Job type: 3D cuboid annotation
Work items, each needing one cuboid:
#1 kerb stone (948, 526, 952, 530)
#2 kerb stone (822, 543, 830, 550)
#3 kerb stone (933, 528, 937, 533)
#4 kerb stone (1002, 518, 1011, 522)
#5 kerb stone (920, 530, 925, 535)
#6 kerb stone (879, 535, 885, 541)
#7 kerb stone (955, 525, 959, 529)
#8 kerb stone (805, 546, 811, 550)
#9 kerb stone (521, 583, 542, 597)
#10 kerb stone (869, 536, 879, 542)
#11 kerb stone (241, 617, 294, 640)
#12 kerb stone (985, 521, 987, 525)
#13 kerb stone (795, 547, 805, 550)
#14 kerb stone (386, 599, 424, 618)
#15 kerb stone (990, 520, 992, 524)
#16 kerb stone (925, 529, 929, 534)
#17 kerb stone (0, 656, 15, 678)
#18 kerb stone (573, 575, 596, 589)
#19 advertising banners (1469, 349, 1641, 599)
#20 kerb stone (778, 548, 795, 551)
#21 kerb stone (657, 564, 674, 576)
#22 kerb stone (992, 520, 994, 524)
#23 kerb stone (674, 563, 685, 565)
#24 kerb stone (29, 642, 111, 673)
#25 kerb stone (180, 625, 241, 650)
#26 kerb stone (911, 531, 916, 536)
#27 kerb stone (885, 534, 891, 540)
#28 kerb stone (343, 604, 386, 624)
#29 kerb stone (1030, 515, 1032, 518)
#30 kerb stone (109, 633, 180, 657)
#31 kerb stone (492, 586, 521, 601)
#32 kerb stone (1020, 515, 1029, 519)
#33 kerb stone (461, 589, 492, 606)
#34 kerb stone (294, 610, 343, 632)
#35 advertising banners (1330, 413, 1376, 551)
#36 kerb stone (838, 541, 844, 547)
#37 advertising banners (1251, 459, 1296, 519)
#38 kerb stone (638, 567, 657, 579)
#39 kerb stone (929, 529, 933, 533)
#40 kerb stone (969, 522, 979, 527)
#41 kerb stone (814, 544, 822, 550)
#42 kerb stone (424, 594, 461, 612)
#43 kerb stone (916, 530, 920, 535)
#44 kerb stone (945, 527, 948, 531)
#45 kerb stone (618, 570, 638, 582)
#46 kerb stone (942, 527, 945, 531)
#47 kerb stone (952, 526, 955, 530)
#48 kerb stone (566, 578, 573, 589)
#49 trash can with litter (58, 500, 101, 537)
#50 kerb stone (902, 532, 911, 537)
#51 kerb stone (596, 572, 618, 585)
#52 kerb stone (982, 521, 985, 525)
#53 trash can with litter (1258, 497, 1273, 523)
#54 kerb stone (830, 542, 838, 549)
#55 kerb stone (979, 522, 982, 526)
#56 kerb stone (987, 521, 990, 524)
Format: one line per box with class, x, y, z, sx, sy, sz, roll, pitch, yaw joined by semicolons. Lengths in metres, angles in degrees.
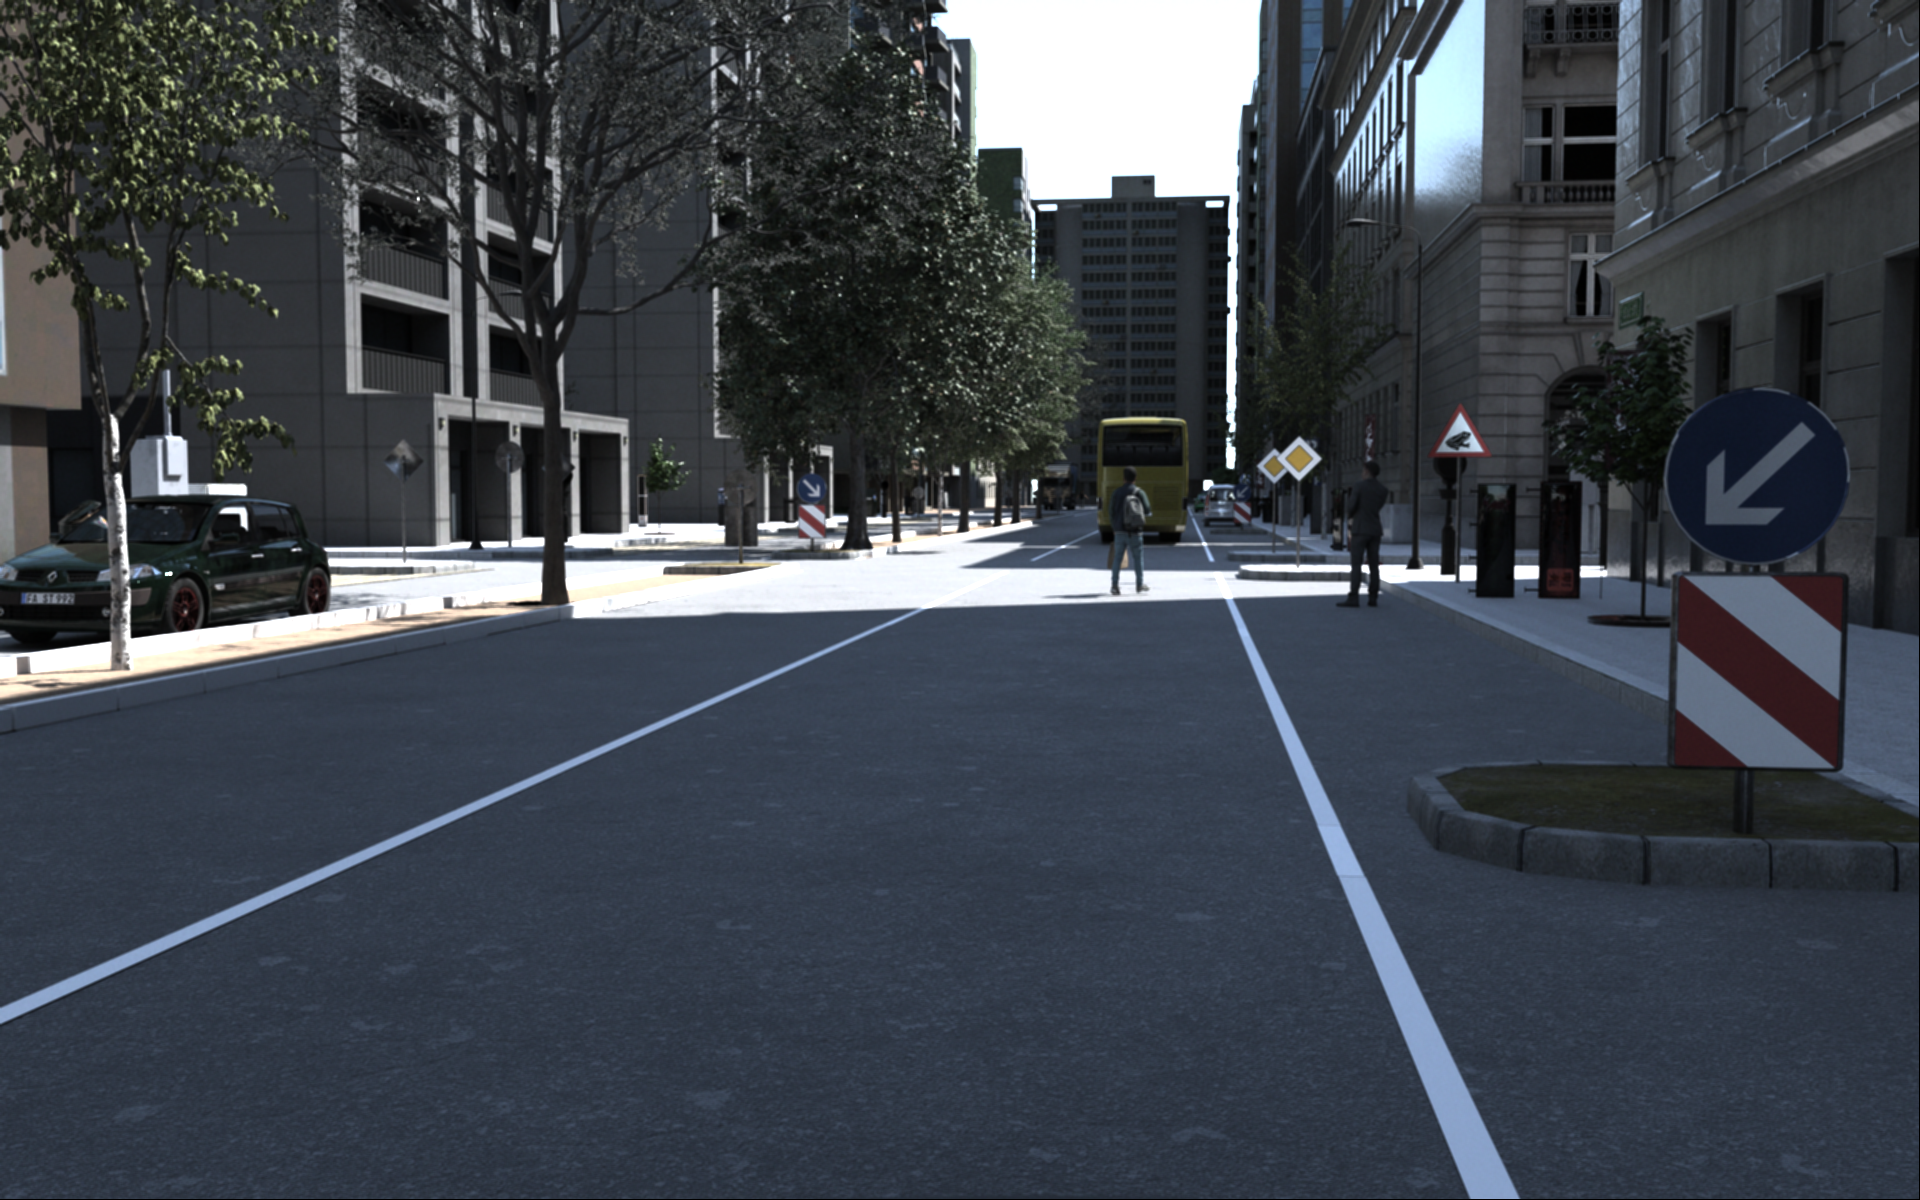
kerb stone;-0.539;-2.784;67.720;0.120;0.150;1.000;0;4;7
kerb stone;-3.542;-1.347;44.305;0.120;0.150;1.000;0;4;7
kerb stone;-1.062;-2.530;63.649;0.120;0.150;1.000;0;4;7
kerb stone;2.467;-4.214;91.102;0.120;0.150;1.000;0;4;7
kerb stone;-1.444;-2.348;60.584;0.120;0.150;1.000;0;4;7
kerb stone;-2.487;-1.847;52.445;0.120;0.150;1.000;0;4;7
kerb stone;-0.275;-2.907;69.756;0.120;0.150;1.000;0;4;7
kerb stone;-3.801;-1.221;42.277;0.120;0.150;1.000;0;4;7
kerb stone;-6.089;-0.137;24.461;0.120;0.150;1.000;0;4;7
kerb stone;-2.626;-1.786;51.424;0.120;0.150;1.000;0;4;7
kerb stone;-7.003;0.304;17.342;0.120;0.150;1.000;0;4;7
kerb stone;1.029;-3.526;79.913;0.120;0.150;1.000;0;4;7
kerb stone;-3.931;-1.166;41.253;0.120;0.150;1.000;0;4;7
kerb stone;-6.613;0.111;20.399;0.120;0.150;1.000;0;4;7
kerb stone;1.291;-3.653;81.948;0.120;0.150;1.000;0;4;7
kerb stone;-1.314;-2.407;61.605;0.120;0.150;1.000;0;4;7
kerb stone;-7.519;0.548;13.267;0.120;0.150;1.000;0;4;7
kerb stone;-5.828;-0.263;26.498;0.120;0.150;1.000;0;4;7
advertising banners;7.335;-1.530;21.209;2.074;3.025;0.090;1;4;14
kerb stone;-4.052;-1.102;40.238;0.120;0.150;1.000;0;4;7
kerb stone;-5.304;-0.512;30.564;0.120;0.150;1.000;0;4;7
kerb stone;1.411;-3.715;82.967;0.120;0.150;1.000;0;4;7
kerb stone;-5.172;-0.575;31.591;0.120;0.150;1.000;0;4;7
kerb stone;-7.385;0.484;14.280;0.120;0.150;1.000;0;4;7
kerb stone;-7.125;0.361;16.322;0.120;0.150;1.000;0;4;7
kerb stone;-1.710;-2.224;58.553;0.120;0.150;1.000;0;4;7
kerb stone;-2.363;-1.908;53.469;0.120;0.150;1.000;0;4;7
kerb stone;-6.735;0.172;19.384;0.120;0.150;1.000;0;4;7
kerb stone;4.026;-4.958;103.279;0.120;0.150;1.000;0;4;7
kerb stone;-7.257;0.422;15.303;0.120;0.150;1.000;0;4;7
kerb stone;-6.218;-0.076;23.443;0.120;0.150;1.000;0;4;7
kerb stone;3.770;-4.835;101.244;0.120;0.150;1.000;0;4;7
kerb stone;-6.346;-0.012;22.429;0.120;0.150;1.000;0;4;7
kerb stone;-6.869;0.236;18.362;0.120;0.150;1.000;0;4;7
advertising banners;8.745;-2.589;38.522;0.090;3.025;2.074;-1;4;-13
kerb stone;-3.281;-1.477;46.338;0.120;0.150;1.000;0;4;7
advertising banners;15.691;-5.515;86.350;2.074;3.025;0.090;1;4;23
kerb stone;-5.427;-0.445;29.547;0.120;0.150;1.000;0;4;7
kerb stone;-1.192;-2.464;62.621;0.120;0.150;1.000;0;4;7
kerb stone;0.635;-3.344;76.871;0.120;0.150;1.000;0;4;7
kerb stone;-3.670;-1.288;43.291;0.120;0.150;1.000;0;4;7
kerb stone;-6.472;0.048;21.411;0.120;0.150;1.000;0;4;7
kerb stone;-1.589;-2.286;59.568;0.120;0.150;1.000;0;4;7
kerb stone;-0.670;-2.720;66.704;0.120;0.150;1.000;0;4;7
kerb stone;-5.557;-0.388;28.533;0.120;0.150;1.000;0;4;7
kerb stone;-0.803;-2.660;65.681;0.120;0.150;1.000;0;4;7
kerb stone;-0.408;-2.838;68.739;0.120;0.150;1.000;0;4;7
kerb stone;-5.960;-0.200;25.475;0.120;0.150;1.000;0;4;7
trash can with litter;-16.162;-1.233;31.548;1.055;1.170;0.624;1;4;17
kerb stone;-1.836;-2.162;57.539;0.120;0.150;1.000;0;4;7
kerb stone;-5.689;-0.326;27.520;0.120;0.150;1.000;0;4;7
kerb stone;0.898;-3.466;78.899;0.120;0.150;1.000;0;4;7
trash can with litter;13.865;-4.034;77.348;1.055;1.170;0.624;-3;5;-39
kerb stone;-3.410;-1.414;45.319;0.120;0.150;1.000;0;4;7
kerb stone;0.758;-3.405;77.886;0.120;0.150;1.000;0;4;7
kerb stone;1.159;-3.593;80.934;0.120;0.150;1.000;0;4;7
